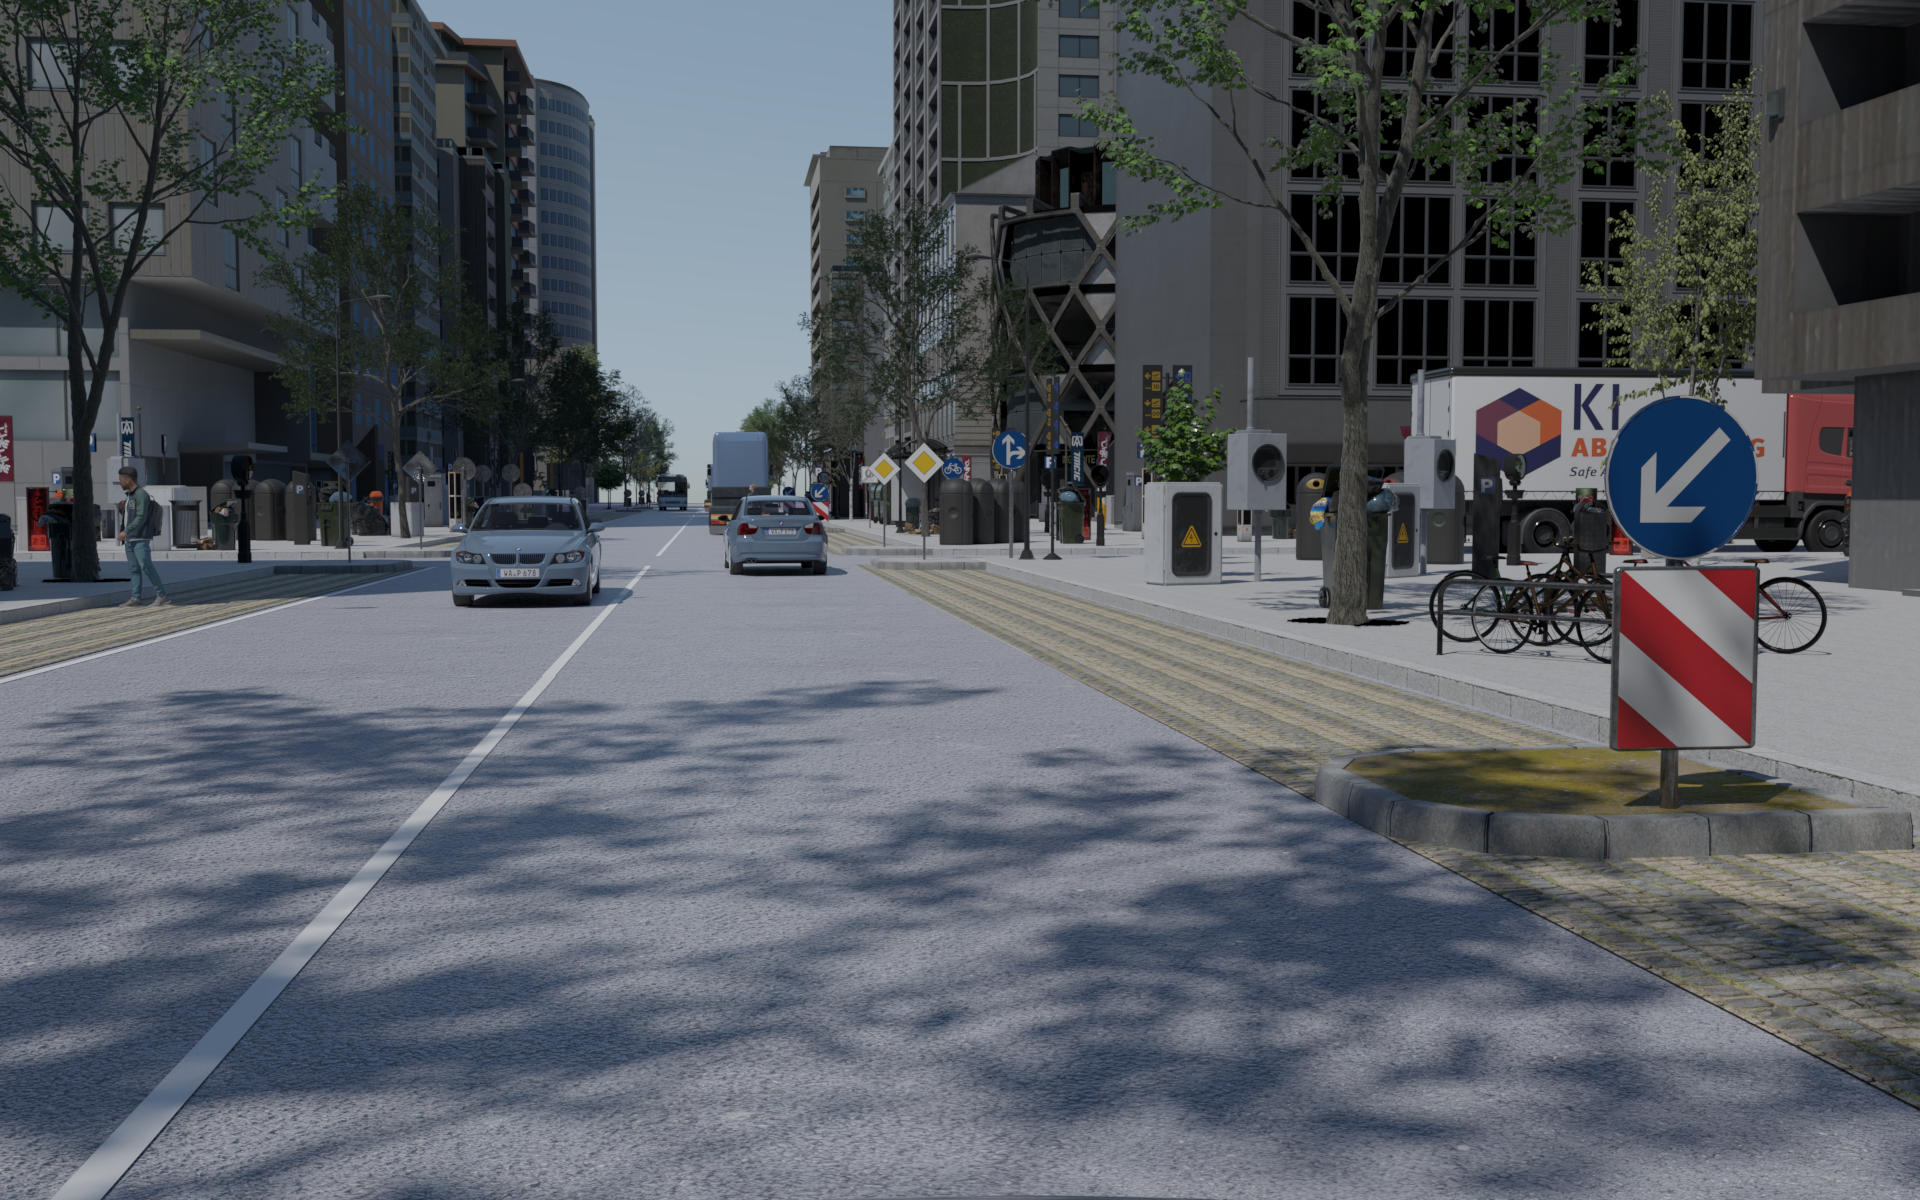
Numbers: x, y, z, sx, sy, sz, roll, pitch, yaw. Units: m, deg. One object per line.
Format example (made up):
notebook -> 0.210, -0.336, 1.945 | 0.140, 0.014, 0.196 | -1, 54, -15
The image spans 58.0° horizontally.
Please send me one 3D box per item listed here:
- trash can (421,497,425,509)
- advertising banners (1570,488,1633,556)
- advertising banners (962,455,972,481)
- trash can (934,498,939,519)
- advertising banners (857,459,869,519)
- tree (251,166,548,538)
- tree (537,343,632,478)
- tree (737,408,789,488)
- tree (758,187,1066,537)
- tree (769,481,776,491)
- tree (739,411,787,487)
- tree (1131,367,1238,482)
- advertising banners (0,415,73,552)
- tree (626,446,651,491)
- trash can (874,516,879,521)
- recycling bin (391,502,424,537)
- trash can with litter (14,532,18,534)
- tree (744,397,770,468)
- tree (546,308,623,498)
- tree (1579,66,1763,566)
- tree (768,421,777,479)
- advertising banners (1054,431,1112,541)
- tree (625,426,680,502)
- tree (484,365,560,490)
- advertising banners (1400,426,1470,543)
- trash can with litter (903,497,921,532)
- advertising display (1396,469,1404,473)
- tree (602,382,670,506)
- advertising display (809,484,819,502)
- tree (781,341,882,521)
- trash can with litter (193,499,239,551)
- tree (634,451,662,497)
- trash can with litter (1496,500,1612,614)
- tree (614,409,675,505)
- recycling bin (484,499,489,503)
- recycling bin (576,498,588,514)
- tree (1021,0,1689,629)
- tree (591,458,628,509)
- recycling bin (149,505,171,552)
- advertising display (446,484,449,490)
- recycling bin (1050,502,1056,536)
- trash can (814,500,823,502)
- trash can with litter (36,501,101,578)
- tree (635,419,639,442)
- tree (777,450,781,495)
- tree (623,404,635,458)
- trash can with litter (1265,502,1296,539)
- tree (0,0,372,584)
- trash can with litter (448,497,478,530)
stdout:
trash can -> -29.056, -5.015, 93.657 | 0.748, 1.137, 0.748 | 0, 3, 0
advertising banners -> 13.779, -2.440, 36.082 | 2.074, 3.025, 0.090 | 3, 5, 40
advertising banners -> 0.954, -4.992, 77.803 | 2.074, 3.025, 0.090 | 2, 4, 32
trash can -> -0.531, -2.915, 59.319 | 0.748, 1.137, 0.748 | 0, 3, 0
advertising banners -> -4.525, -5.602, 87.775 | 0.090, 3.025, 2.074 | 3, 4, 39
tree -> -16.476, -7.074, 50.066 | 7.601, 10.594, 8.767 | 0, 4, -7
tree -> -28.395, -12.963, 130.066 | 7.486, 12.596, 7.792 | 0, 3, 0
tree -> -26.679, -19.008, 228.902 | 7.486, 12.596, 7.792 | 0, 3, 0
tree -> -0.978, -7.195, 52.055 | 8.767, 10.594, 7.601 | 0, 4, 5
tree -> -30.556, -17.329, 267.034 | 4.285, 4.588, 4.351 | 0, 3, 0
tree -> -29.738, -21.462, 257.551 | 9.857, 13.997, 8.962 | 0, 3, 0
tree -> 3.354, -1.957, 26.601 | 1.663, 3.219, 1.824 | 0, 3, 0
advertising banners -> -20.550, -2.596, 38.631 | 2.074, 3.025, 0.090 | 0, 4, -5
tree -> -41.485, -16.613, 221.983 | 4.360, 8.622, 3.978 | 0, 3, 0
trash can -> -3.778, -4.314, 82.192 | 0.748, 1.137, 0.748 | 0, 3, 0
recycling bin -> -16.655, -2.425, 52.208 | 0.722, 1.027, 0.722 | 1, 4, 13
trash can with litter -> -30.771, -2.775, 56.434 | 1.678, 1.210, 2.233 | 2, 4, 34
tree -> -19.062, -15.646, 181.561 | 9.928, 11.665, 9.643 | 0, 3, 0
tree -> -20.890, -8.932, 80.453 | 8.767, 10.594, 7.601 | -1, 4, -20
tree -> 13.132, -4.917, 30.760 | 4.737, 8.622, 4.395 | 0, 3, 0
tree -> -18.326, -13.670, 173.874 | 4.360, 8.622, 3.978 | 0, 3, 0
advertising banners -> 3.413, -3.167, 47.961 | 2.074, 3.025, 0.090 | -3, 4, -36
tree -> -48.591, -21.610, 270.330 | 9.611, 12.733, 9.660 | 0, 3, 0
tree -> -23.512, -8.815, 94.482 | 4.360, 8.622, 3.978 | 0, 3, 0
advertising banners -> 12.311, -2.980, 44.912 | 2.074, 3.025, 0.090 | -1, 4, -16
trash can with litter -> -1.587, -2.896, 58.736 | 0.624, 1.170, 1.055 | 0, 4, 6
advertising display -> 11.717, -2.483, 45.810 | 0.123, 1.923, 0.974 | 2, 4, 31
tree -> -36.475, -17.043, 189.016 | 12.009, 13.543, 11.850 | 0, 3, 0
advertising display -> -9.232, -6.520, 111.818 | 0.974, 1.923, 0.123 | -1, 4, -13
tree -> -5.298, -7.989, 80.987 | 4.360, 8.622, 3.978 | 0, 3, 0
trash can with litter -> -16.971, -1.714, 39.414 | 1.055, 1.170, 0.624 | 1, 4, 13
tree -> -42.892, -17.448, 235.641 | 4.737, 8.622, 4.395 | 0, 3, 0
trash can with litter -> 6.646, -0.497, 19.178 | 2.233, 1.210, 1.678 | -2, 4, -35
tree -> -38.422, -17.300, 208.614 | 9.928, 11.665, 9.643 | 0, 3, 0
recycling bin -> -23.482, -4.545, 86.859 | 0.722, 1.027, 0.722 | -3, 5, -40
recycling bin -> -24.546, -6.093, 112.176 | 0.722, 1.027, 0.722 | 1, 4, 10
tree -> 3.935, -5.558, 16.630 | 9.928, 11.665, 9.643 | 0, 3, 0
tree -> -30.663, -10.255, 151.378 | 4.285, 4.588, 4.351 | 0, 3, 0
recycling bin -> -18.116, -1.610, 38.884 | 0.722, 1.027, 0.722 | -2, 4, -24
advertising display -> -32.891, -6.503, 111.532 | 0.123, 1.923, 0.974 | 2, 4, 24
recycling bin -> 3.207, -2.459, 52.753 | 0.722, 1.027, 0.722 | -2, 4, -30
trash can -> -8.077, -5.384, 99.676 | 0.748, 1.137, 0.748 | 0, 3, 0
trash can with litter -> -13.727, -0.939, 26.742 | 0.624, 1.170, 1.055 | 0, 4, -6
tree -> -26.067, -11.412, 121.006 | 8.767, 10.594, 7.601 | 1, 4, 17
tree -> -8.155, -9.493, 105.566 | 4.360, 8.622, 3.978 | 0, 3, 0
tree -> -24.597, -10.604, 107.788 | 7.601, 10.594, 8.767 | -1, 4, -14
trash can with litter -> 9.240, -2.324, 49.392 | 1.055, 1.170, 0.624 | -3, 5, -44
tree -> -12.628, -6.072, 25.026 | 9.928, 11.665, 9.643 | 0, 3, 0
trash can with litter -> -17.820, -3.100, 62.074 | 0.624, 1.170, 1.055 | 2, 4, 25
